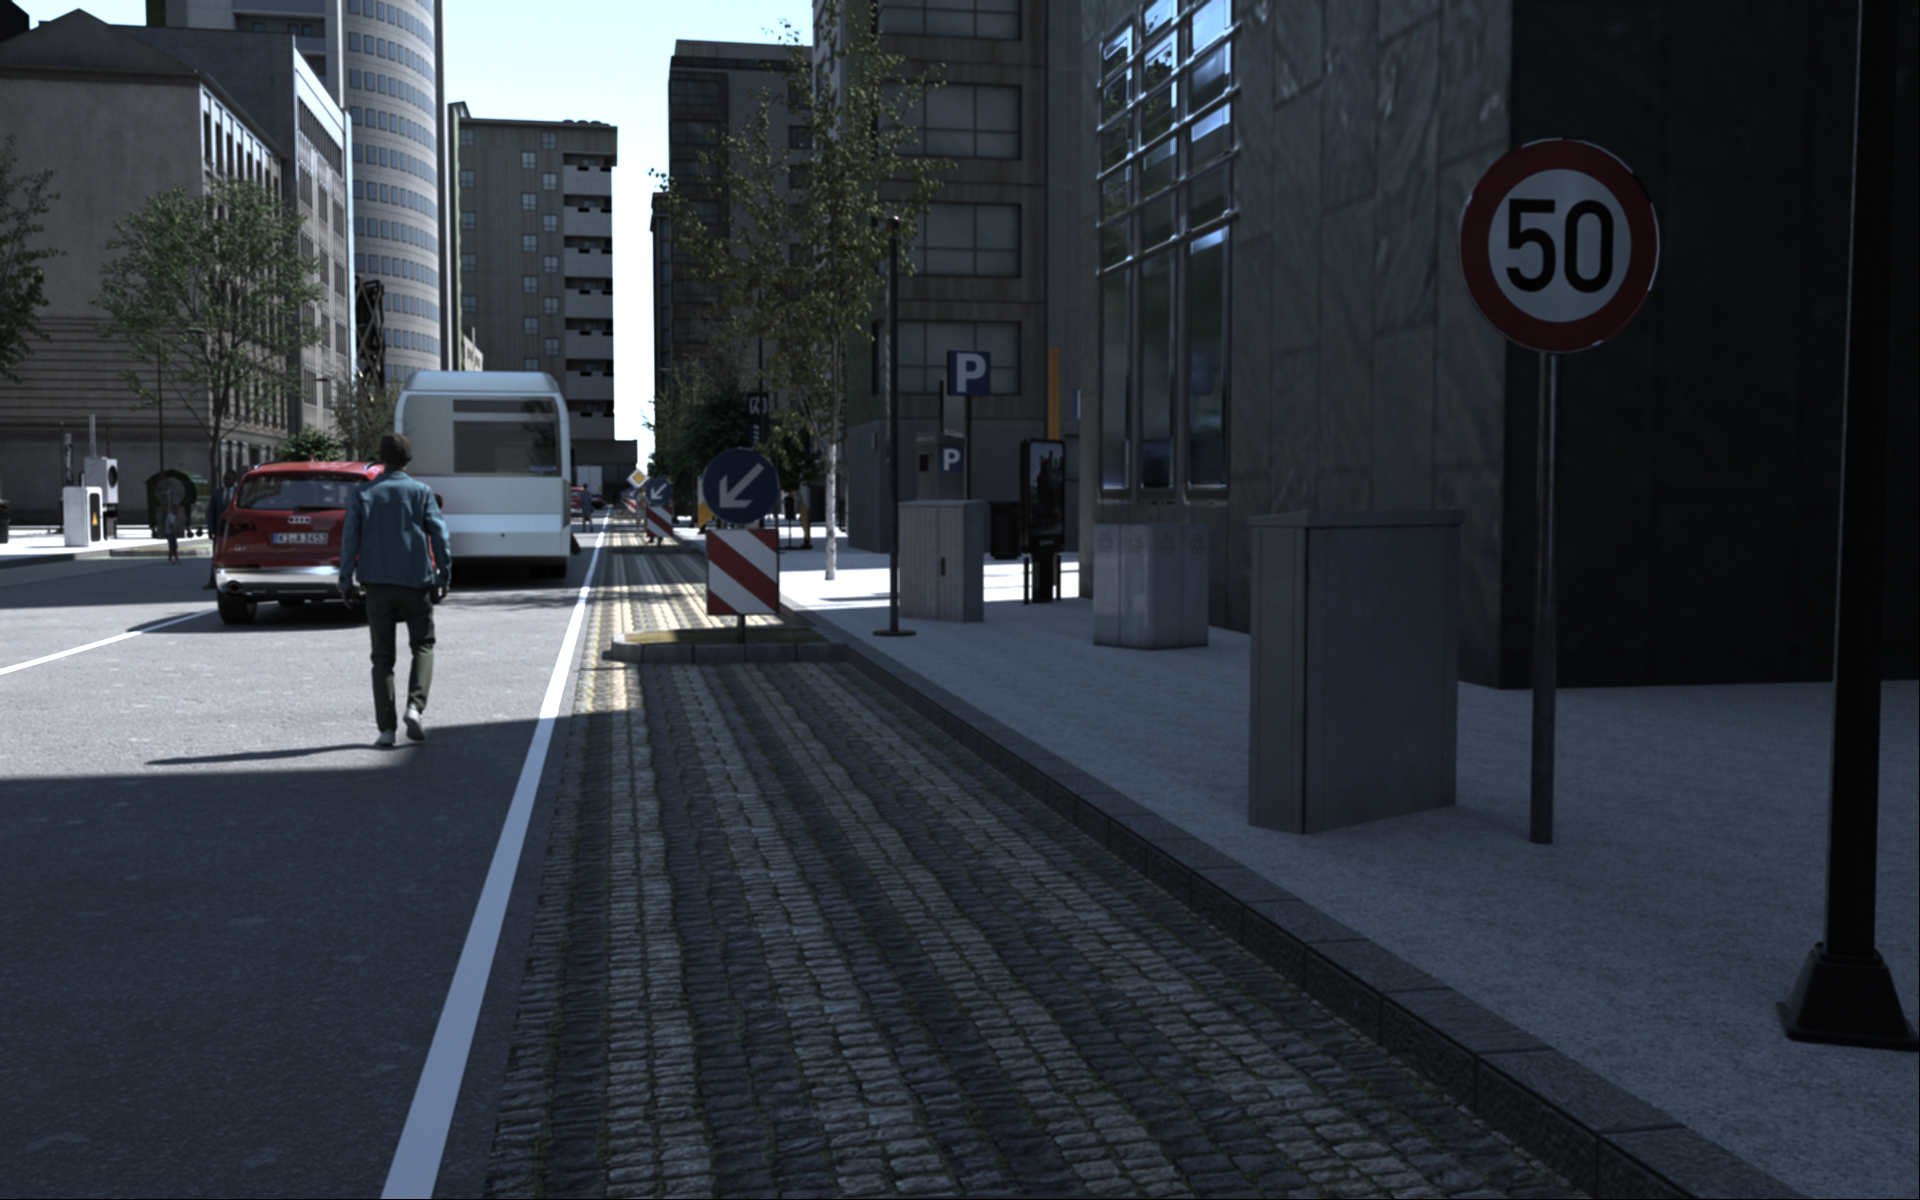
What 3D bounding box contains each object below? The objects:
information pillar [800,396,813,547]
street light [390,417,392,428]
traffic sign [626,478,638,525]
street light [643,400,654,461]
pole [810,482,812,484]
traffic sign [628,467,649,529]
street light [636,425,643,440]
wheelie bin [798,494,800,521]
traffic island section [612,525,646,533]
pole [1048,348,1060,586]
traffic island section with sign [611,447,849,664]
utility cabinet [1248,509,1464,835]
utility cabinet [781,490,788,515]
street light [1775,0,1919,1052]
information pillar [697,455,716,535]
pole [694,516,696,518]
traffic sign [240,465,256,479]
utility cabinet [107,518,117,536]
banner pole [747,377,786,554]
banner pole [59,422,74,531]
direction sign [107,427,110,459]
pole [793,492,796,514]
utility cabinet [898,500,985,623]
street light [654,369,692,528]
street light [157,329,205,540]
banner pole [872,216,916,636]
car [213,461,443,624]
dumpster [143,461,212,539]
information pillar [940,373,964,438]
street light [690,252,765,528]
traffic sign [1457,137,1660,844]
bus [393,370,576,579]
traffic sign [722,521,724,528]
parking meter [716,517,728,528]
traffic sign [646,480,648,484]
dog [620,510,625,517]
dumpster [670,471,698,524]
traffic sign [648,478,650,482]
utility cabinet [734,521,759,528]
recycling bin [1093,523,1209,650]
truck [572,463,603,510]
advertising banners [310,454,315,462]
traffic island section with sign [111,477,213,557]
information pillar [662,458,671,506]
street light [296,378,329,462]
[{"bbox_3d":[-3.738,-3.087,41.822,0.183,3.616,0.504,-2,4,-26],"label":"information pillar"},{"bbox_3d":[-32.046,-7.757,99.365,1.470,5.913,1.316,-1,4,-11],"label":"street light"},{"bbox_3d":[-13.499,-4.194,72.215,0.795,2.450,0.064,-1,4,-11],"label":"traffic sign"},{"bbox_3d":[-14.860,-6.943,86.058,1.470,5.913,1.316,-1,4,-11],"label":"street light"},{"bbox_3d":[-7.616,-5.789,88.498,0.158,3.312,0.155,0,3,0],"label":"pole"},{"bbox_3d":[-11.933,-3.715,64.385,0.795,2.450,0.064,-1,4,-11],"label":"traffic sign"},{"bbox_3d":[-20.805,-8.784,116.160,1.470,5.913,1.316,-1,4,-11],"label":"street light"},{"bbox_3d":[-7.222,-4.550,82.295,0.693,1.594,0.980,3,5,44],"label":"wheelie bin"},{"bbox_3d":[-11.912,-2.580,64.466,2.009,0.180,2.903,-1,4,-11],"label":"traffic island section"},{"bbox_3d":[1.311,-1.860,24.249,0.158,3.312,0.155,0,3,0],"label":"pole"},{"bbox_3d":[-2.113,-0.419,15.472,1.989,1.847,2.006,-1,4,-11],"label":"traffic island section with sign"},{"bbox_3d":[1.582,0.260,6.914,1.020,1.237,0.306,-3,5,-41],"label":"utility cabinet"},{"bbox_3d":[-10.597,-5.913,105.358,0.318,1.500,1.173,0,4,5],"label":"utility cabinet"},{"bbox_3d":[1.590,-1.916,3.870,1.470,5.913,1.316,-1,4,-11],"label":"street light"},{"bbox_3d":[-8.095,-3.889,54.947,0.504,3.616,0.183,-1,4,-18],"label":"information pillar"},{"bbox_3d":[-13.281,-5.701,87.051,0.158,3.312,0.155,0,3,0],"label":"pole"},{"bbox_3d":[-25.259,-3.639,61.628,0.606,2.300,0.079,-1,4,-11],"label":"traffic sign"},{"bbox_3d":[-26.164,-2.670,52.327,1.173,1.500,0.318,-1,4,-19],"label":"utility cabinet"},{"bbox_3d":[-4.175,-2.889,37.257,0.863,3.779,0.401,0,4,8],"label":"banner pole"},{"bbox_3d":[-31.022,-4.289,60.149,0.863,3.779,0.401,2,4,33],"label":"banner pole"},{"bbox_3d":[-28.886,-4.087,58.818,0.379,3.537,0.876,-2,4,-23],"label":"direction sign"},{"bbox_3d":[-10.502,-7.088,109.735,0.158,3.312,0.155,0,3,0],"label":"pole"},{"bbox_3d":[-0.204,-0.398,17.670,0.306,1.237,1.020,-3,5,-42],"label":"utility cabinet"},{"bbox_3d":[-10.518,-5.623,64.479,1.470,5.913,1.316,-1,4,-11],"label":"street light"},{"bbox_3d":[-21.949,-4.666,48.836,1.470,5.913,1.316,-1,4,-11],"label":"street light"},{"bbox_3d":[-0.636,-1.584,15.919,0.401,3.779,0.863,-1,4,-9],"label":"banner pole"},{"bbox_3d":[-7.469,-0.744,20.833,2.281,1.827,5.304,-1,4,-11],"label":"car"},{"bbox_3d":[-22.919,-2.949,50.709,1.502,2.255,1.985,-1,4,-11],"label":"dumpster"},{"bbox_3d":[-0.124,-2.341,29.632,0.504,3.616,0.183,-3,5,-41],"label":"information pillar"},{"bbox_3d":[-4.399,-3.732,33.556,1.470,5.913,1.316,-1,4,-11],"label":"street light"},{"bbox_3d":[2.142,-0.379,6.303,0.768,2.556,0.104,0,4,-8],"label":"traffic sign"},{"bbox_3d":[-8.635,-2.295,32.377,2.948,3.499,13.247,-1,4,-13],"label":"bus"},{"bbox_3d":[-7.360,-3.278,53.705,0.768,2.556,0.104,0,4,-3],"label":"traffic sign"},{"bbox_3d":[-7.769,-2.938,56.446,0.372,1.533,0.369,0,3,0],"label":"parking meter"},{"bbox_3d":[-24.424,-8.368,136.927,0.768,2.556,0.104,0,4,-7],"label":"traffic sign"},{"bbox_3d":[-19.669,-4.991,100.887,0.540,0.507,0.406,1,4,15],"label":"dog"},{"bbox_3d":[-11.764,-4.393,74.317,1.502,2.255,1.985,-1,4,-11],"label":"dumpster"},{"bbox_3d":[-22.269,-7.681,125.689,0.768,2.556,0.104,0,4,-2],"label":"traffic sign"},{"bbox_3d":[-6.746,-2.810,54.626,0.318,1.500,1.173,-3,4,-36],"label":"utility cabinet"},{"bbox_3d":[1.616,-0.128,14.653,0.722,1.027,0.722,-3,4,-38],"label":"recycling bin"},{"bbox_3d":[-35.132,-10.689,163.675,2.839,4.237,11.283,-1,4,-13],"label":"truck"},{"bbox_3d":[-28.303,-4.817,74.944,0.090,3.025,2.074,0,4,2],"label":"advertising banners"},{"bbox_3d":[-18.404,-1.931,40.208,1.989,1.847,2.006,-1,4,-11],"label":"traffic island section with sign"},{"bbox_3d":[-16.511,-6.489,97.448,0.504,3.616,0.183,1,4,10],"label":"information pillar"},{"bbox_3d":[-26.032,-5.934,69.557,1.470,5.913,1.316,-1,4,-11],"label":"street light"}]
